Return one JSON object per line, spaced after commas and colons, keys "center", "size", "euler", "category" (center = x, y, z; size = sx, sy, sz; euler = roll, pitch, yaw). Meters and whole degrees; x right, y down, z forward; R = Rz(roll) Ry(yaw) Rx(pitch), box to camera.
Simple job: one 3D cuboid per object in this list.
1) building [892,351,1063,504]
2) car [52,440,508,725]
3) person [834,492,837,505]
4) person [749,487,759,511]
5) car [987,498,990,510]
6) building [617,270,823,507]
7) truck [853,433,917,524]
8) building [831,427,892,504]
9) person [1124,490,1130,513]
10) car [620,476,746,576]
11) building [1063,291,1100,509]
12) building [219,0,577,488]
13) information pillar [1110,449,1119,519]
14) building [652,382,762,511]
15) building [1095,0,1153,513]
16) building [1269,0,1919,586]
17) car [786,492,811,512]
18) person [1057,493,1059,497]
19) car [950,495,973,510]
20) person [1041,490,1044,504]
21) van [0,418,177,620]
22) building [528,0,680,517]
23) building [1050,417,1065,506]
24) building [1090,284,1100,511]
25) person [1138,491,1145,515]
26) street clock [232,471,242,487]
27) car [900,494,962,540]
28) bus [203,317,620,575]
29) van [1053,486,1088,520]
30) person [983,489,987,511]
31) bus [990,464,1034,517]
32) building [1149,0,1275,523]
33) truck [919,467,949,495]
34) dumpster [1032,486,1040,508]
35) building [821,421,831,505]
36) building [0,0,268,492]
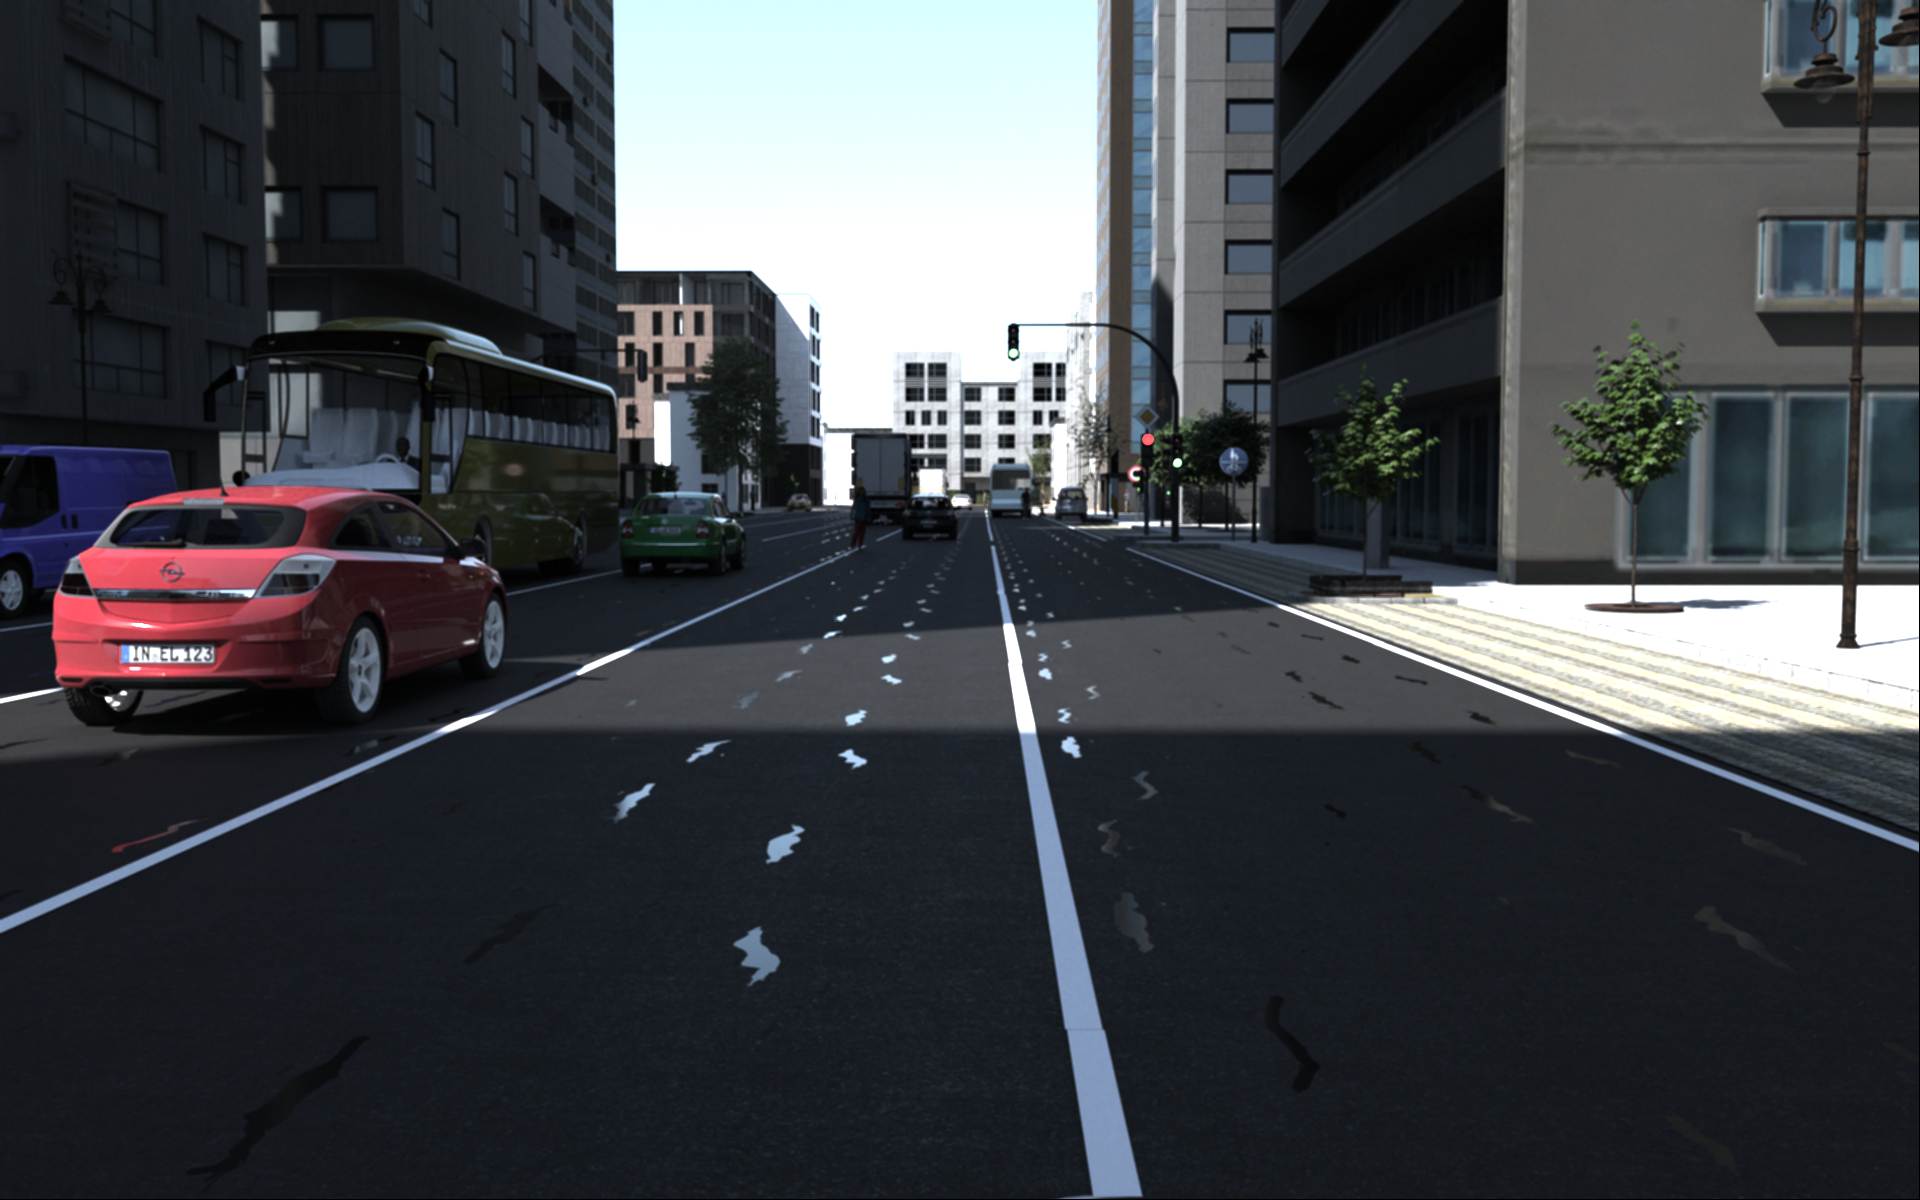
{"center": [7.469, -21.755, 222.151], "size": [31.486, 18.905, 16.747], "euler": [0, 4, 1], "category": "building"}
{"center": [-4.546, -0.195, 12.231], "size": [2.155, 1.783, 4.494], "euler": [0, 4, 1], "category": "car"}
{"center": [-15.186, -12.412, 212.116], "size": [0.721, 1.739, 1.217], "euler": [0, 4, 2], "category": "person"}
{"center": [-15.985, -7.822, 133.946], "size": [0.705, 1.823, 1.348], "euler": [1, 4, 22], "category": "person"}
{"center": [3.499, -9.063, 157.972], "size": [2.009, 1.686, 4.222], "euler": [0, 4, -1], "category": "car"}
{"center": [-29.314, -20.229, 174.714], "size": [27.936, 21.610, 32.646], "euler": [0, 4, 1], "category": "building"}
{"center": [-3.660, -5.891, 85.237], "size": [2.839, 4.237, 11.283], "euler": [0, 3, 0], "category": "truck"}
{"center": [-22.355, -16.937, 219.060], "size": [28.070, 9.664, 9.099], "euler": [0, 4, 1], "category": "building"}
{"center": [11.079, -6.541, 115.058], "size": [0.516, 1.574, 0.319], "euler": [-3, 4, -37], "category": "person"}
{"center": [-5.036, -1.409, 31.835], "size": [1.959, 1.807, 4.718], "euler": [0, 4, 0], "category": "car"}
{"center": [18.829, -17.908, 159.248], "size": [16.747, 18.905, 31.486], "euler": [0, 4, 1], "category": "building"}
{"center": [-31.068, -29.258, 67.603], "size": [28.713, 52.752, 27.495], "euler": [0, 4, 1], "category": "building"}
{"center": [8.012, -6.015, 89.697], "size": [0.504, 3.616, 0.183], "euler": [-3, 4, -38], "category": "information pillar"}
{"center": [-21.020, -12.360, 144.241], "size": [9.099, 9.664, 28.070], "euler": [0, 4, 1], "category": "building"}
{"center": [16.911, -28.835, 121.560], "size": [14.600, 45.320, 14.200], "euler": [0, 4, 1], "category": "building"}
{"center": [18.591, -25.046, 33.197], "size": [21.300, 48.544, 21.600], "euler": [0, 4, 1], "category": "building"}
{"center": [-13.082, -7.989, 140.841], "size": [2.015, 1.641, 3.980], "euler": [0, 4, 0], "category": "car"}
{"center": [9.948, -10.223, 173.634], "size": [0.568, 1.767, 0.683], "euler": [3, 5, 43], "category": "person"}
{"center": [0.129, -8.706, 154.702], "size": [2.083, 1.381, 4.827], "euler": [0, 4, -1], "category": "car"}
{"center": [9.489, -11.784, 199.263], "size": [0.434, 1.755, 0.990], "euler": [1, 4, 14], "category": "person"}
{"center": [-11.685, -1.043, 21.430], "size": [2.240, 2.365, 5.245], "euler": [0, 4, 1], "category": "van"}
{"center": [-33.668, -25.066, 101.704], "size": [32.217, 40.220, 23.993], "euler": [0, 4, 1], "category": "building"}
{"center": [14.884, -15.117, 189.314], "size": [9.099, 9.664, 28.070], "euler": [0, 4, 1], "category": "building"}
{"center": [18.477, -17.183, 137.362], "size": [16.016, 20.091, 11.380], "euler": [0, 4, 1], "category": "building"}
{"center": [11.191, -6.079, 106.161], "size": [0.841, 1.734, 0.376], "euler": [-1, 4, -8], "category": "person"}
{"center": [-22.310, -3.012, 53.824], "size": [0.471, 2.002, 0.358], "euler": [0, 4, 1], "category": "street clock"}
{"center": [-0.951, -2.820, 55.890], "size": [2.009, 1.686, 4.222], "euler": [0, 4, 1], "category": "car"}
{"center": [-7.982, -2.218, 27.817], "size": [2.896, 3.916, 12.252], "euler": [0, 4, 1], "category": "bus"}
{"center": [6.227, -5.516, 97.199], "size": [2.013, 2.044, 4.112], "euler": [0, 4, 1], "category": "van"}
{"center": [2.011, -8.198, 142.542], "size": [0.705, 1.824, 1.348], "euler": [0, 4, -1], "category": "person"}
{"center": [3.322, -7.107, 111.057], "size": [2.948, 3.499, 13.247], "euler": [0, 4, 2], "category": "bus"}
{"center": [20.357, -33.369, 87.579], "size": [21.231, 58.520, 28.212], "euler": [0, 4, 1], "category": "building"}
{"center": [-2.767, -11.814, 182.068], "size": [2.839, 4.237, 11.283], "euler": [0, 4, 1], "category": "truck"}
{"center": [7.324, -10.682, 179.593], "size": [1.985, 2.255, 1.502], "euler": [0, 4, 2], "category": "dumpster"}
{"center": [-29.649, -15.809, 200.623], "size": [28.070, 9.664, 9.099], "euler": [0, 4, 1], "category": "building"}
{"center": [-24.750, -21.776, 39.633], "size": [14.086, 41.232, 14.154], "euler": [0, 4, 1], "category": "building"}
